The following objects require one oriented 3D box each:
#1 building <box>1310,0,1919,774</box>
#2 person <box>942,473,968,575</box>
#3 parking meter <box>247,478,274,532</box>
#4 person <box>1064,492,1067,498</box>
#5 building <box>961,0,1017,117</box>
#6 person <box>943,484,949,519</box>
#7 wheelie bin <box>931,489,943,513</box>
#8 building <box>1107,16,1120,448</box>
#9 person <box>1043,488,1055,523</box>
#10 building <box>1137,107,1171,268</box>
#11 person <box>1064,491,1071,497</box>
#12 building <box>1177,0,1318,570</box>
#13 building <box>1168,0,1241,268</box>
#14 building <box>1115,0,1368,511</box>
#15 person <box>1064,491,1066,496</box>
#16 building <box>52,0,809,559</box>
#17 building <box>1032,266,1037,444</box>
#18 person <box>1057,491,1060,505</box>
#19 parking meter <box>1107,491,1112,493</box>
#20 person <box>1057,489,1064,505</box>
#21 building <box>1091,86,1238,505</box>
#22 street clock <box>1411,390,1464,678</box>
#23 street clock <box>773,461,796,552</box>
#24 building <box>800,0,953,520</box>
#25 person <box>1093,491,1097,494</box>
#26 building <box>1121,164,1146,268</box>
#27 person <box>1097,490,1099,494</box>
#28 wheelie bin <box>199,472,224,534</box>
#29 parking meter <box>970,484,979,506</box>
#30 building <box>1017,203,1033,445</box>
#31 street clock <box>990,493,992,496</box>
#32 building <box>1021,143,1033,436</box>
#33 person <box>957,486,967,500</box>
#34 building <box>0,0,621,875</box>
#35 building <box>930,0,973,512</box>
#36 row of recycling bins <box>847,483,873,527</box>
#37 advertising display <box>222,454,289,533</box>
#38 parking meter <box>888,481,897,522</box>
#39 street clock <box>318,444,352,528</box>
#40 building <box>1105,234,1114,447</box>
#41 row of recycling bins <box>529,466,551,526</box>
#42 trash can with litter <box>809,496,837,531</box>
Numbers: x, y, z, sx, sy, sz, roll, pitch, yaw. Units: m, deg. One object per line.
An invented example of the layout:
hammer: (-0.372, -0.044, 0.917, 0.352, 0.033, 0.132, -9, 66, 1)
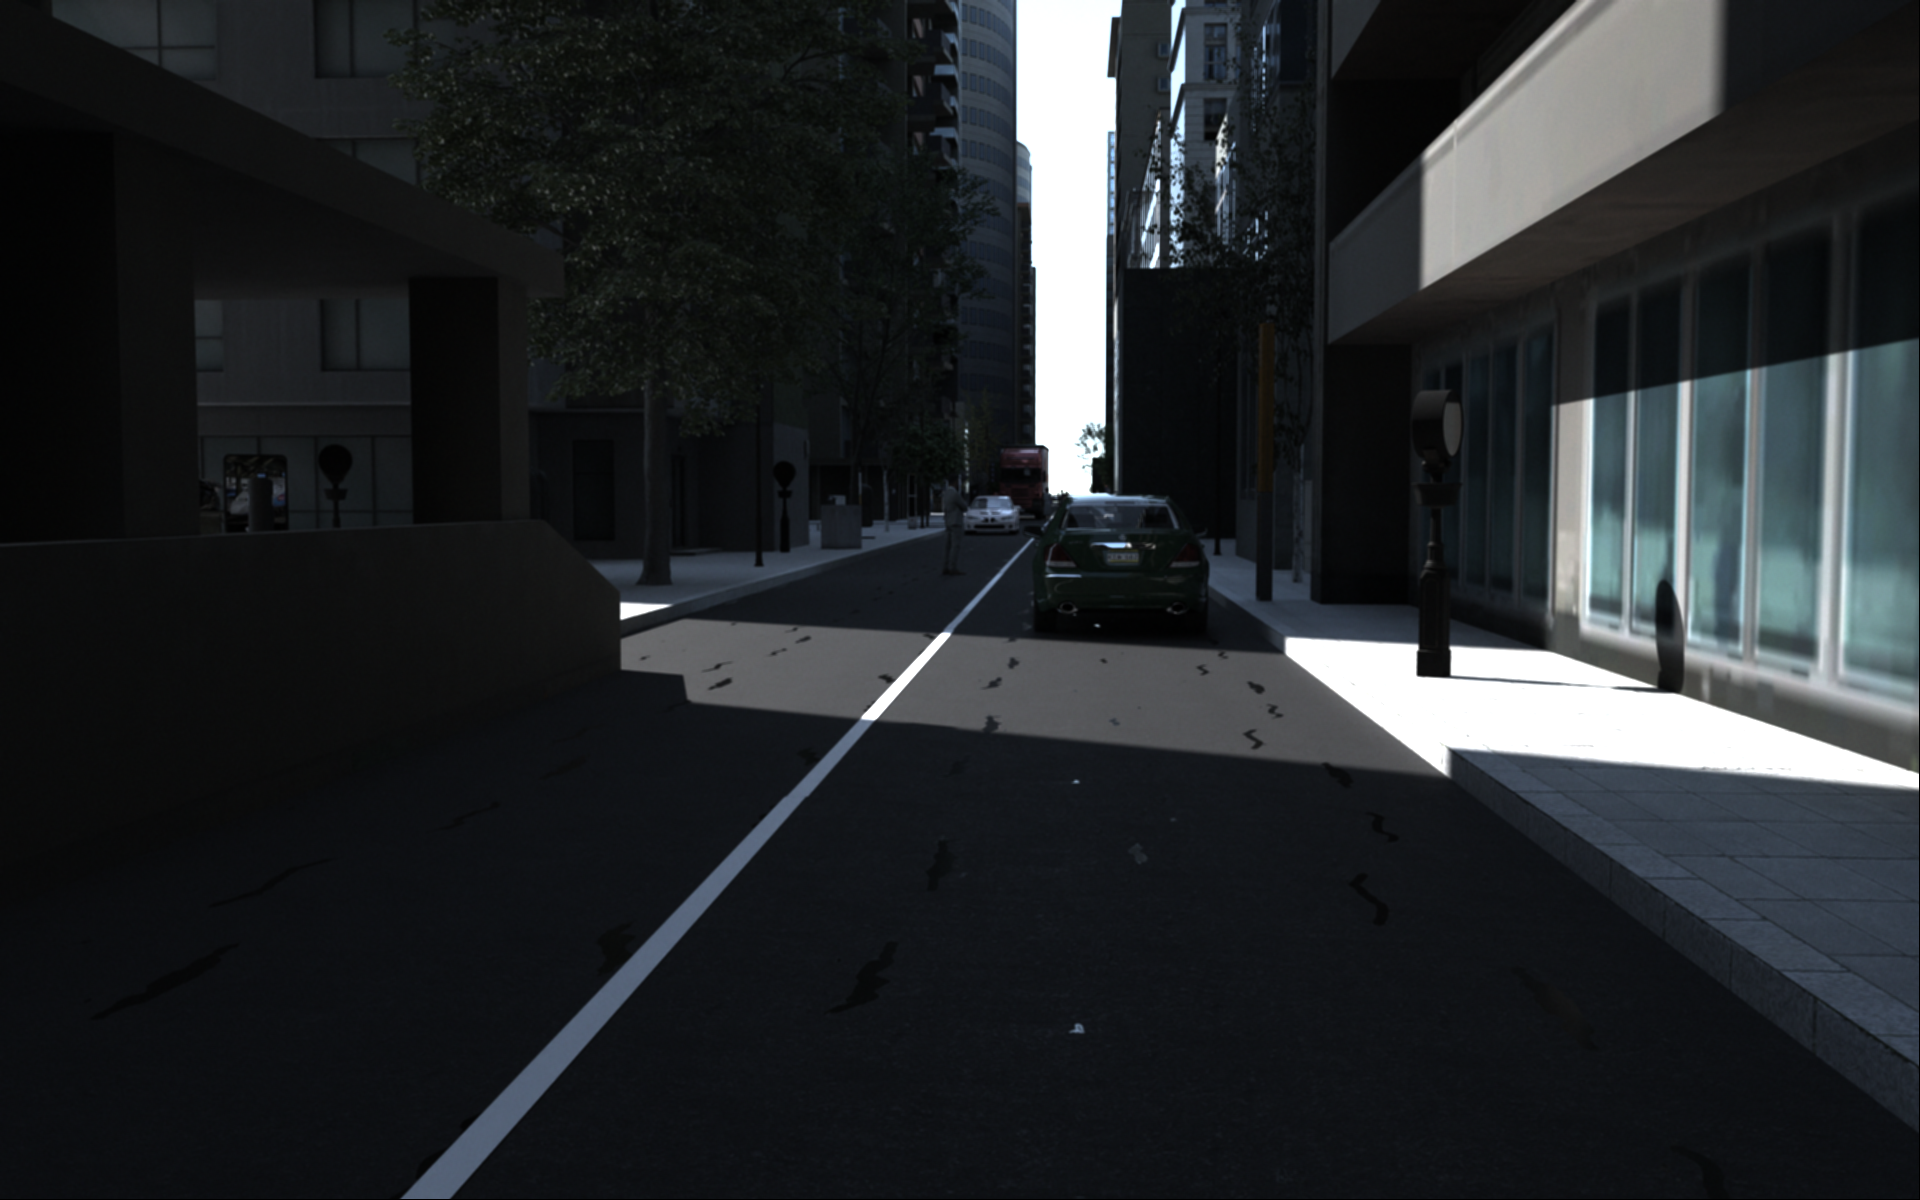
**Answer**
building: (14.191, -23.528, 8.378, 21.300, 48.544, 21.600, 0, 4, 4)
person: (-0.062, -1.356, 30.853, 0.466, 1.800, 0.511, -3, 5, -44)
parking meter: (-10.936, -1.144, 27.110, 0.372, 1.533, 0.369, 0, 3, 0)
person: (13.544, -12.885, 219.268, 0.705, 1.812, 1.348, 2, 4, 28)
building: (-5.437, -38.271, 167.731, 21.231, 58.520, 28.212, 0, 4, 4)
person: (-0.566, -4.876, 86.170, 0.661, 1.777, 0.834, -1, 4, -21)
wheelie bin: (-1.502, -6.728, 117.906, 0.980, 1.594, 0.693, 0, 4, -2)
building: (30.507, -36.654, 188.523, 28.713, 52.752, 27.495, 0, 4, 4)
person: (4.474, -4.783, 87.270, 0.480, 1.755, 0.524, 2, 4, 32)
building: (22.053, -19.012, 115.363, 19.350, 26.468, 34.151, 0, 4, 4)
person: (12.124, -11.463, 195.922, 1.348, 1.823, 0.705, -2, 4, -34)
building: (15.461, -44.573, 41.446, 22.319, 86.520, 31.000, 0, 4, 4)
building: (25.185, -18.680, 82.918, 29.804, 29.767, 11.434, 0, 4, 4)
building: (25.646, -33.071, 164.416, 21.300, 48.544, 21.600, 0, 4, 4)
person: (13.544, -13.093, 222.590, 1.348, 1.822, 0.705, 1, 4, 14)
building: (-11.257, -21.562, 36.127, 14.154, 41.232, 14.086, 0, 4, 4)
building: (6.171, -37.879, 302.919, 14.154, 41.232, 14.086, 0, 4, 4)
person: (12.840, -13.311, 226.275, 0.705, 1.807, 1.348, 0, 4, 4)
parking meter: (11.460, -7.679, 133.958, 0.372, 1.533, 0.369, 0, 3, 0)
person: (7.644, -7.492, 131.186, 0.583, 1.804, 0.606, 1, 4, 15)
building: (33.915, -60.065, 294.729, 22.319, 86.520, 31.000, 0, 4, 4)
street clock: (3.338, -0.463, 12.144, 0.358, 2.002, 0.471, 2, 4, 33)
street clock: (-3.860, -2.054, 38.158, 0.471, 2.002, 0.358, 0, 4, 6)
building: (-11.946, -27.021, 96.422, 22.147, 44.769, 28.867, 0, 4, 4)
person: (19.729, -15.030, 252.584, 0.742, 1.727, 0.445, 2, 4, 26)
building: (20.158, -21.814, 142.559, 13.634, 28.700, 20.117, 0, 4, 4)
person: (17.359, -12.974, 218.145, 0.705, 1.826, 1.348, 2, 4, 31)
wheelie bin: (-9.644, -0.851, 21.820, 0.693, 1.594, 0.980, -2, 4, -31)
parking meter: (0.934, -7.359, 126.034, 0.399, 1.863, 0.255, -2, 4, -31)
building: (-0.603, -36.632, 253.552, 22.147, 44.769, 28.867, 0, 4, 4)
street clock: (2.603, -8.764, 147.854, 0.358, 2.002, 0.471, 1, 4, 10)
building: (0.840, -45.235, 281.585, 21.231, 58.520, 28.212, 0, 4, 4)
person: (-0.047, -5.516, 96.213, 0.794, 1.824, 0.713, -2, 4, -28)
building: (-19.295, -19.276, 7.042, 32.217, 40.220, 23.993, 0, 4, 4)
building: (-9.844, -50.288, 134.875, 22.319, 86.520, 31.000, 0, 4, 4)
row of recycling bins: (-3.956, -3.763, 68.645, 1.069, 1.692, 3.534, 0, 4, -1)
advertising display: (-11.426, -1.401, 28.118, 0.974, 1.923, 0.123, -2, 4, -31)
parking meter: (-3.154, -4.576, 80.521, 0.255, 1.863, 0.399, 3, 5, 42)
street clock: (-9.092, -1.264, 25.240, 0.471, 2.002, 0.358, -1, 4, -22)
building: (29.920, -36.065, 273.256, 14.154, 41.232, 14.086, 0, 4, 4)
row of recycling bins: (-6.180, -0.962, 22.846, 1.069, 1.692, 3.534, 0, 4, 3)
trash can with litter: (-4.377, -2.996, 60.041, 1.678, 1.210, 2.233, -2, 4, -32)
